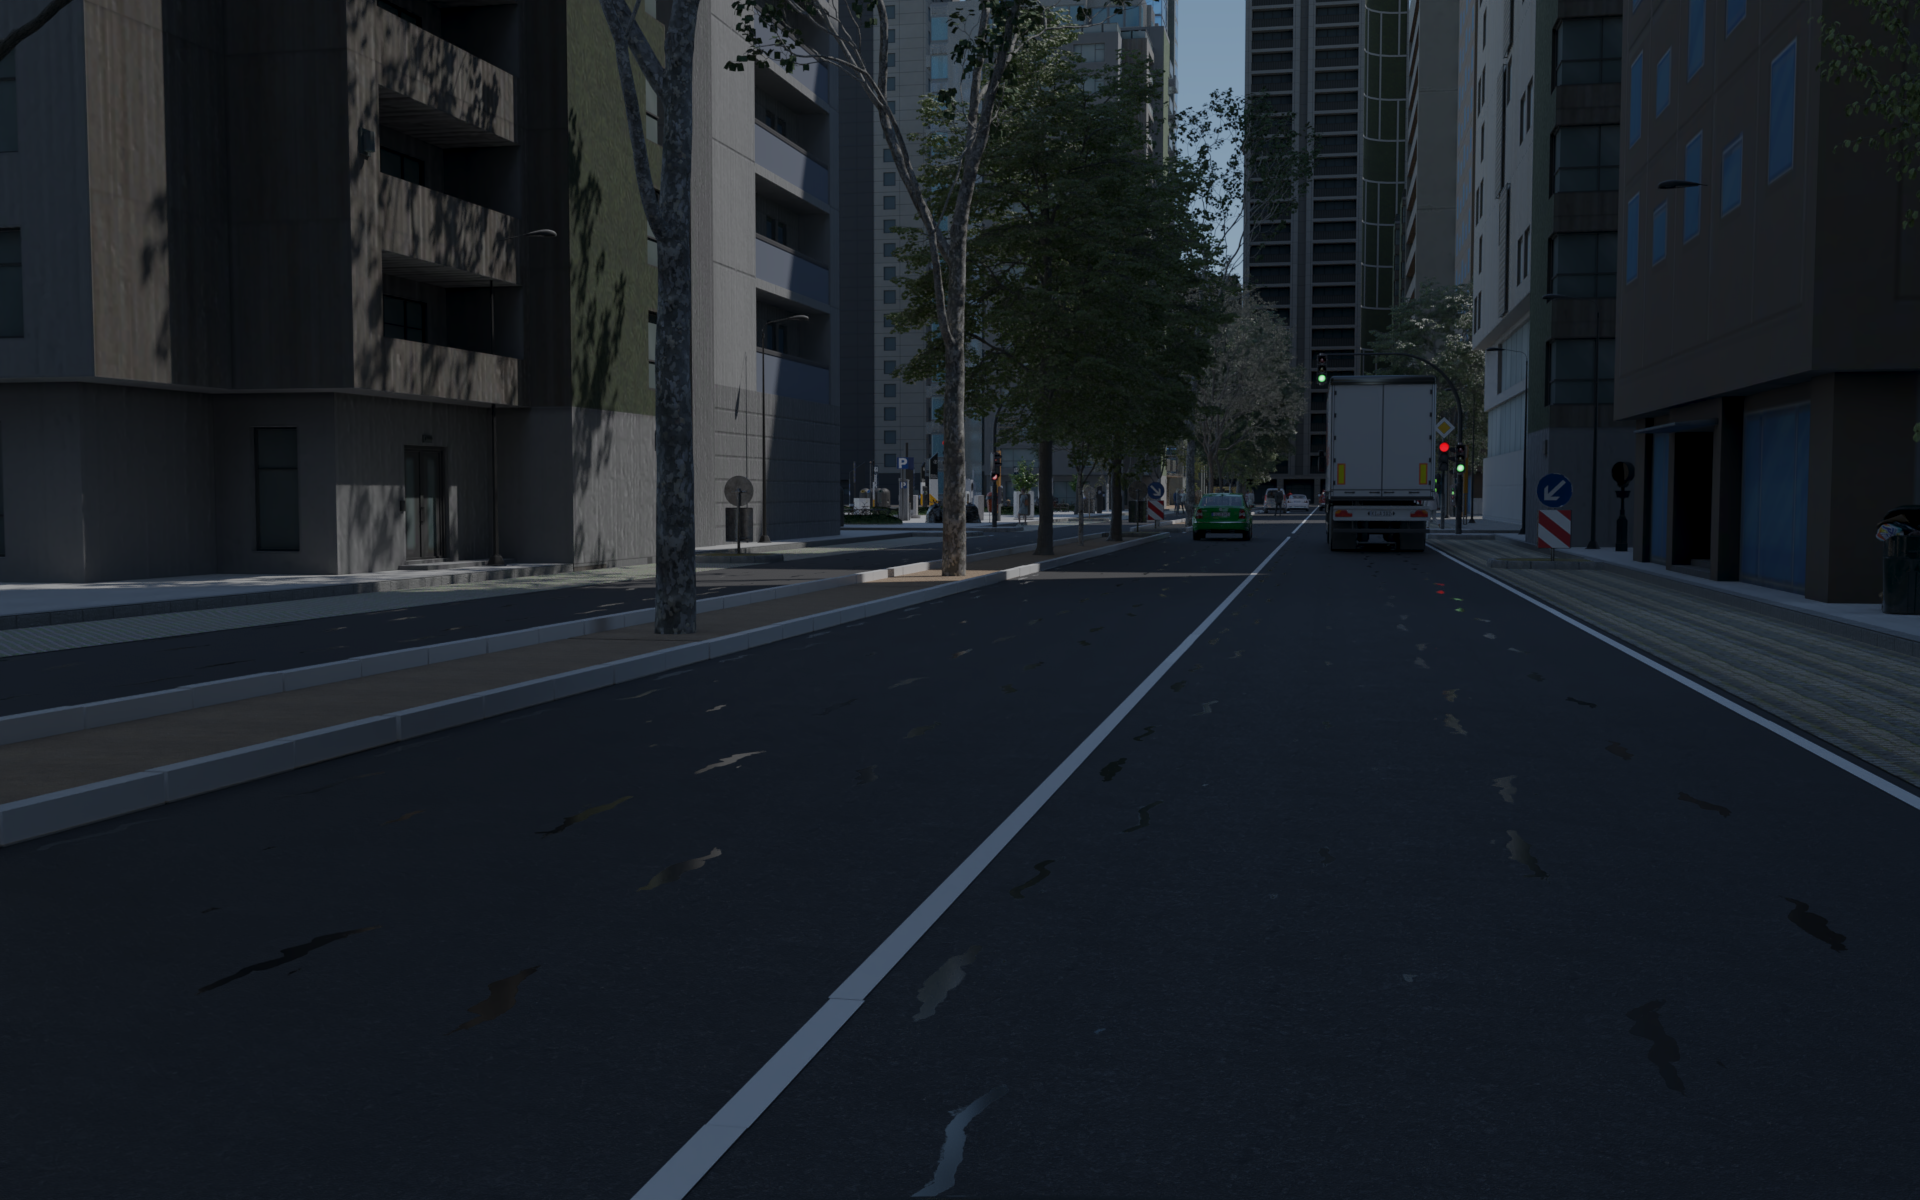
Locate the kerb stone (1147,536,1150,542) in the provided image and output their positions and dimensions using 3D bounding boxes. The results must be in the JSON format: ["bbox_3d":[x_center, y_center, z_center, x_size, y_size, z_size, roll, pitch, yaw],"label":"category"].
[{"bbox_3d":[5.379,-1.735,50.639,0.120,0.150,1.000,1,4,12],"label":"kerb stone"}]

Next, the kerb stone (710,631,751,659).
[{"bbox_3d":[-2.121,0.412,15.530,0.120,0.150,1.000,1,4,12],"label":"kerb stone"}]

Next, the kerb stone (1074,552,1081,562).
[{"bbox_3d":[2.375,-0.880,36.603,0.120,0.150,1.000,1,4,12],"label":"kerb stone"}]

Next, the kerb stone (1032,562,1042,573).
[{"bbox_3d":[1.304,-0.564,31.590,0.120,0.150,1.000,1,4,12],"label":"kerb stone"}]

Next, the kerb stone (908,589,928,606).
[{"bbox_3d":[-0.625,-0.022,22.550,0.120,0.150,1.000,1,4,12],"label":"kerb stone"}]

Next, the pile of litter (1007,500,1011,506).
[{"bbox_3d":[3.860,-7.469,136.075,1.719,0.858,1.176,0,4,1],"label":"pile of litter"}]

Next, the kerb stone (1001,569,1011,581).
[{"bbox_3d":[0.655,-0.391,28.584,0.120,0.150,1.000,1,4,12],"label":"kerb stone"}]

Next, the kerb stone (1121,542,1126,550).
[{"bbox_3d":[4.094,-1.369,44.630,0.120,0.150,1.000,1,4,12],"label":"kerb stone"}]

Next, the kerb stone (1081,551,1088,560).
[{"bbox_3d":[2.594,-0.943,37.610,0.120,0.150,1.000,1,4,12],"label":"kerb stone"}]

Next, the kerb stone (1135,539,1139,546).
[{"bbox_3d":[4.740,-1.556,47.636,0.120,0.150,1.000,1,4,12],"label":"kerb stone"}]

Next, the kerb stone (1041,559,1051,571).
[{"bbox_3d":[1.520,-0.635,32.595,0.120,0.150,1.000,1,4,12],"label":"kerb stone"}]

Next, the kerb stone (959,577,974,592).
[{"bbox_3d":[0.016,-0.205,25.552,0.120,0.150,1.000,1,4,12],"label":"kerb stone"}]

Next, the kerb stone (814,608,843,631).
[{"bbox_3d":[-1.477,0.223,18.547,0.120,0.150,1.000,1,4,12],"label":"kerb stone"}]

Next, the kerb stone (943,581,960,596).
[{"bbox_3d":[-0.202,-0.144,24.553,0.120,0.150,1.000,1,4,12],"label":"kerb stone"}]

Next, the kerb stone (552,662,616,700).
[{"bbox_3d":[-2.768,0.593,12.532,0.120,0.150,1.000,1,4,12],"label":"kerb stone"}]

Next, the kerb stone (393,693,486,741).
[{"bbox_3d":[-3.191,0.714,10.528,0.120,0.150,1.000,1,4,12],"label":"kerb stone"}]

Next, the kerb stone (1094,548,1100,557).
[{"bbox_3d":[3.025,-1.064,39.611,0.120,0.150,1.000,1,4,12],"label":"kerb stone"}]

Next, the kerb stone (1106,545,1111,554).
[{"bbox_3d":[3.457,-1.188,41.625,0.120,0.150,1.000,1,4,12],"label":"kerb stone"}]

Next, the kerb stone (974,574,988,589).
[{"bbox_3d":[0.229,-0.267,26.564,0.120,0.150,1.000,1,4,12],"label":"kerb stone"}]

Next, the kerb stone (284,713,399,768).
[{"bbox_3d":[-3.417,0.775,9.523,0.120,0.150,1.000,1,4,12],"label":"kerb stone"}]

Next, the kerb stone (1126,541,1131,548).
[{"bbox_3d":[4.312,-1.430,45.632,0.120,0.150,1.000,1,4,12],"label":"kerb stone"}]

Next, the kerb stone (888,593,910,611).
[{"bbox_3d":[-0.836,0.041,21.549,0.120,0.150,1.000,1,4,12],"label":"kerb stone"}]

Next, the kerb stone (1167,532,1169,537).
[{"bbox_3d":[6.660,-2.107,56.643,0.120,0.150,1.000,1,4,12],"label":"kerb stone"}]

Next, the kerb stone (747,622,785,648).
[{"bbox_3d":[-1.909,0.350,16.545,0.120,0.150,1.000,1,4,12],"label":"kerb stone"}]

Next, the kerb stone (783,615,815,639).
[{"bbox_3d":[-1.695,0.284,17.544,0.120,0.150,1.000,1,4,12],"label":"kerb stone"}]

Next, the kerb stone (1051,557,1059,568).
[{"bbox_3d":[1.736,-0.696,33.595,0.120,0.150,1.000,1,4,12],"label":"kerb stone"}]

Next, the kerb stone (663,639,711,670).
[{"bbox_3d":[-2.340,0.469,14.530,0.120,0.150,1.000,1,4,12],"label":"kerb stone"}]

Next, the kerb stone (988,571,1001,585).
[{"bbox_3d":[0.452,-0.329,27.570,0.120,0.150,1.000,1,4,12],"label":"kerb stone"}]

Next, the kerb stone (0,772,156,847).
[{"bbox_3d":[-3.836,0.902,7.523,0.120,0.150,1.000,1,4,12],"label":"kerb stone"}]

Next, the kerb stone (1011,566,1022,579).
[{"bbox_3d":[0.871,-0.447,29.583,0.120,0.150,1.000,1,4,12],"label":"kerb stone"}]

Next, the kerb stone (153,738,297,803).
[{"bbox_3d":[-3.622,0.837,8.522,0.120,0.150,1.000,1,4,12],"label":"kerb stone"}]

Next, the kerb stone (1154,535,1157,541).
[{"bbox_3d":[5.808,-1.858,52.637,0.120,0.150,1.000,1,4,12],"label":"kerb stone"}]

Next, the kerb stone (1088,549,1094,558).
[{"bbox_3d":[2.806,-1.004,38.612,0.120,0.150,1.000,1,4,12],"label":"kerb stone"}]

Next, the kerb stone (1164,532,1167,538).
[{"bbox_3d":[6.449,-2.046,55.643,0.120,0.150,1.000,1,4,12],"label":"kerb stone"}]

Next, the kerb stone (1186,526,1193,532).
[{"bbox_3d":[8.923,-2.753,67.209,0.120,0.150,1.000,1,4,12],"label":"kerb stone"}]

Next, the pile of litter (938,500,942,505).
[{"bbox_3d":[-1.863,-7.686,139.627,1.176,0.858,1.719,-3,5,-42],"label":"pile of litter"}]

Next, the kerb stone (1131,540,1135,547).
[{"bbox_3d":[4.525,-1.494,46.637,0.120,0.150,1.000,1,4,12],"label":"kerb stone"}]

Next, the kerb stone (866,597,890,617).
[{"bbox_3d":[-1.046,0.101,20.549,0.120,0.150,1.000,1,4,12],"label":"kerb stone"}]

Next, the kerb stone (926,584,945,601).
[{"bbox_3d":[-0.411,-0.080,23.549,0.120,0.150,1.000,1,4,12],"label":"kerb stone"}]

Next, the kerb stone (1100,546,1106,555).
[{"bbox_3d":[3.244,-1.127,40.614,0.120,0.150,1.000,1,4,12],"label":"kerb stone"}]

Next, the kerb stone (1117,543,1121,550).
[{"bbox_3d":[3.881,-1.305,43.625,0.120,0.150,1.000,1,4,12],"label":"kerb stone"}]

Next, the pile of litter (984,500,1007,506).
[{"bbox_3d":[2.374,-7.201,131.704,1.719,0.858,1.176,-1,4,-15],"label":"pile of litter"}]

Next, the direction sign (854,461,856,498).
[{"bbox_3d":[-7.327,-7.857,120.459,0.379,3.537,0.876,-1,4,-10],"label":"direction sign"}]

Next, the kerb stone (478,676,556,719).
[{"bbox_3d":[-2.980,0.652,11.528,0.120,0.150,1.000,1,4,12],"label":"kerb stone"}]

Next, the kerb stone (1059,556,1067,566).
[{"bbox_3d":[1.955,-0.757,34.595,0.120,0.150,1.000,1,4,12],"label":"kerb stone"}]

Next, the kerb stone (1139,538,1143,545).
[{"bbox_3d":[4.958,-1.617,48.635,0.120,0.150,1.000,1,4,12],"label":"kerb stone"}]

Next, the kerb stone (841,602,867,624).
[{"bbox_3d":[-1.264,0.162,19.547,0.120,0.150,1.000,1,4,12],"label":"kerb stone"}]

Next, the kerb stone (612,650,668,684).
[{"bbox_3d":[-2.548,0.530,13.530,0.120,0.150,1.000,1,4,12],"label":"kerb stone"}]

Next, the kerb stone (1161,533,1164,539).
[{"bbox_3d":[6.234,-1.984,54.641,0.120,0.150,1.000,1,4,12],"label":"kerb stone"}]

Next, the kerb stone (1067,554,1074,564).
[{"bbox_3d":[2.163,-0.820,35.599,0.120,0.150,1.000,1,4,12],"label":"kerb stone"}]

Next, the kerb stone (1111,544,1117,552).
[{"bbox_3d":[3.671,-1.249,42.624,0.120,0.150,1.000,1,4,12],"label":"kerb stone"}]

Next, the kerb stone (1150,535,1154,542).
[{"bbox_3d":[5.591,-1.801,51.638,0.120,0.150,1.000,1,4,12],"label":"kerb stone"}]

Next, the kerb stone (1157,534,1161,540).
[{"bbox_3d":[6.023,-1.923,53.636,0.120,0.150,1.000,1,4,12],"label":"kerb stone"}]

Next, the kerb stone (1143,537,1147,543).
[{"bbox_3d":[5.164,-1.677,49.636,0.120,0.150,1.000,1,4,12],"label":"kerb stone"}]

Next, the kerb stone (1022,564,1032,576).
[{"bbox_3d":[1.090,-0.512,30.587,0.120,0.150,1.000,1,4,12],"label":"kerb stone"}]
